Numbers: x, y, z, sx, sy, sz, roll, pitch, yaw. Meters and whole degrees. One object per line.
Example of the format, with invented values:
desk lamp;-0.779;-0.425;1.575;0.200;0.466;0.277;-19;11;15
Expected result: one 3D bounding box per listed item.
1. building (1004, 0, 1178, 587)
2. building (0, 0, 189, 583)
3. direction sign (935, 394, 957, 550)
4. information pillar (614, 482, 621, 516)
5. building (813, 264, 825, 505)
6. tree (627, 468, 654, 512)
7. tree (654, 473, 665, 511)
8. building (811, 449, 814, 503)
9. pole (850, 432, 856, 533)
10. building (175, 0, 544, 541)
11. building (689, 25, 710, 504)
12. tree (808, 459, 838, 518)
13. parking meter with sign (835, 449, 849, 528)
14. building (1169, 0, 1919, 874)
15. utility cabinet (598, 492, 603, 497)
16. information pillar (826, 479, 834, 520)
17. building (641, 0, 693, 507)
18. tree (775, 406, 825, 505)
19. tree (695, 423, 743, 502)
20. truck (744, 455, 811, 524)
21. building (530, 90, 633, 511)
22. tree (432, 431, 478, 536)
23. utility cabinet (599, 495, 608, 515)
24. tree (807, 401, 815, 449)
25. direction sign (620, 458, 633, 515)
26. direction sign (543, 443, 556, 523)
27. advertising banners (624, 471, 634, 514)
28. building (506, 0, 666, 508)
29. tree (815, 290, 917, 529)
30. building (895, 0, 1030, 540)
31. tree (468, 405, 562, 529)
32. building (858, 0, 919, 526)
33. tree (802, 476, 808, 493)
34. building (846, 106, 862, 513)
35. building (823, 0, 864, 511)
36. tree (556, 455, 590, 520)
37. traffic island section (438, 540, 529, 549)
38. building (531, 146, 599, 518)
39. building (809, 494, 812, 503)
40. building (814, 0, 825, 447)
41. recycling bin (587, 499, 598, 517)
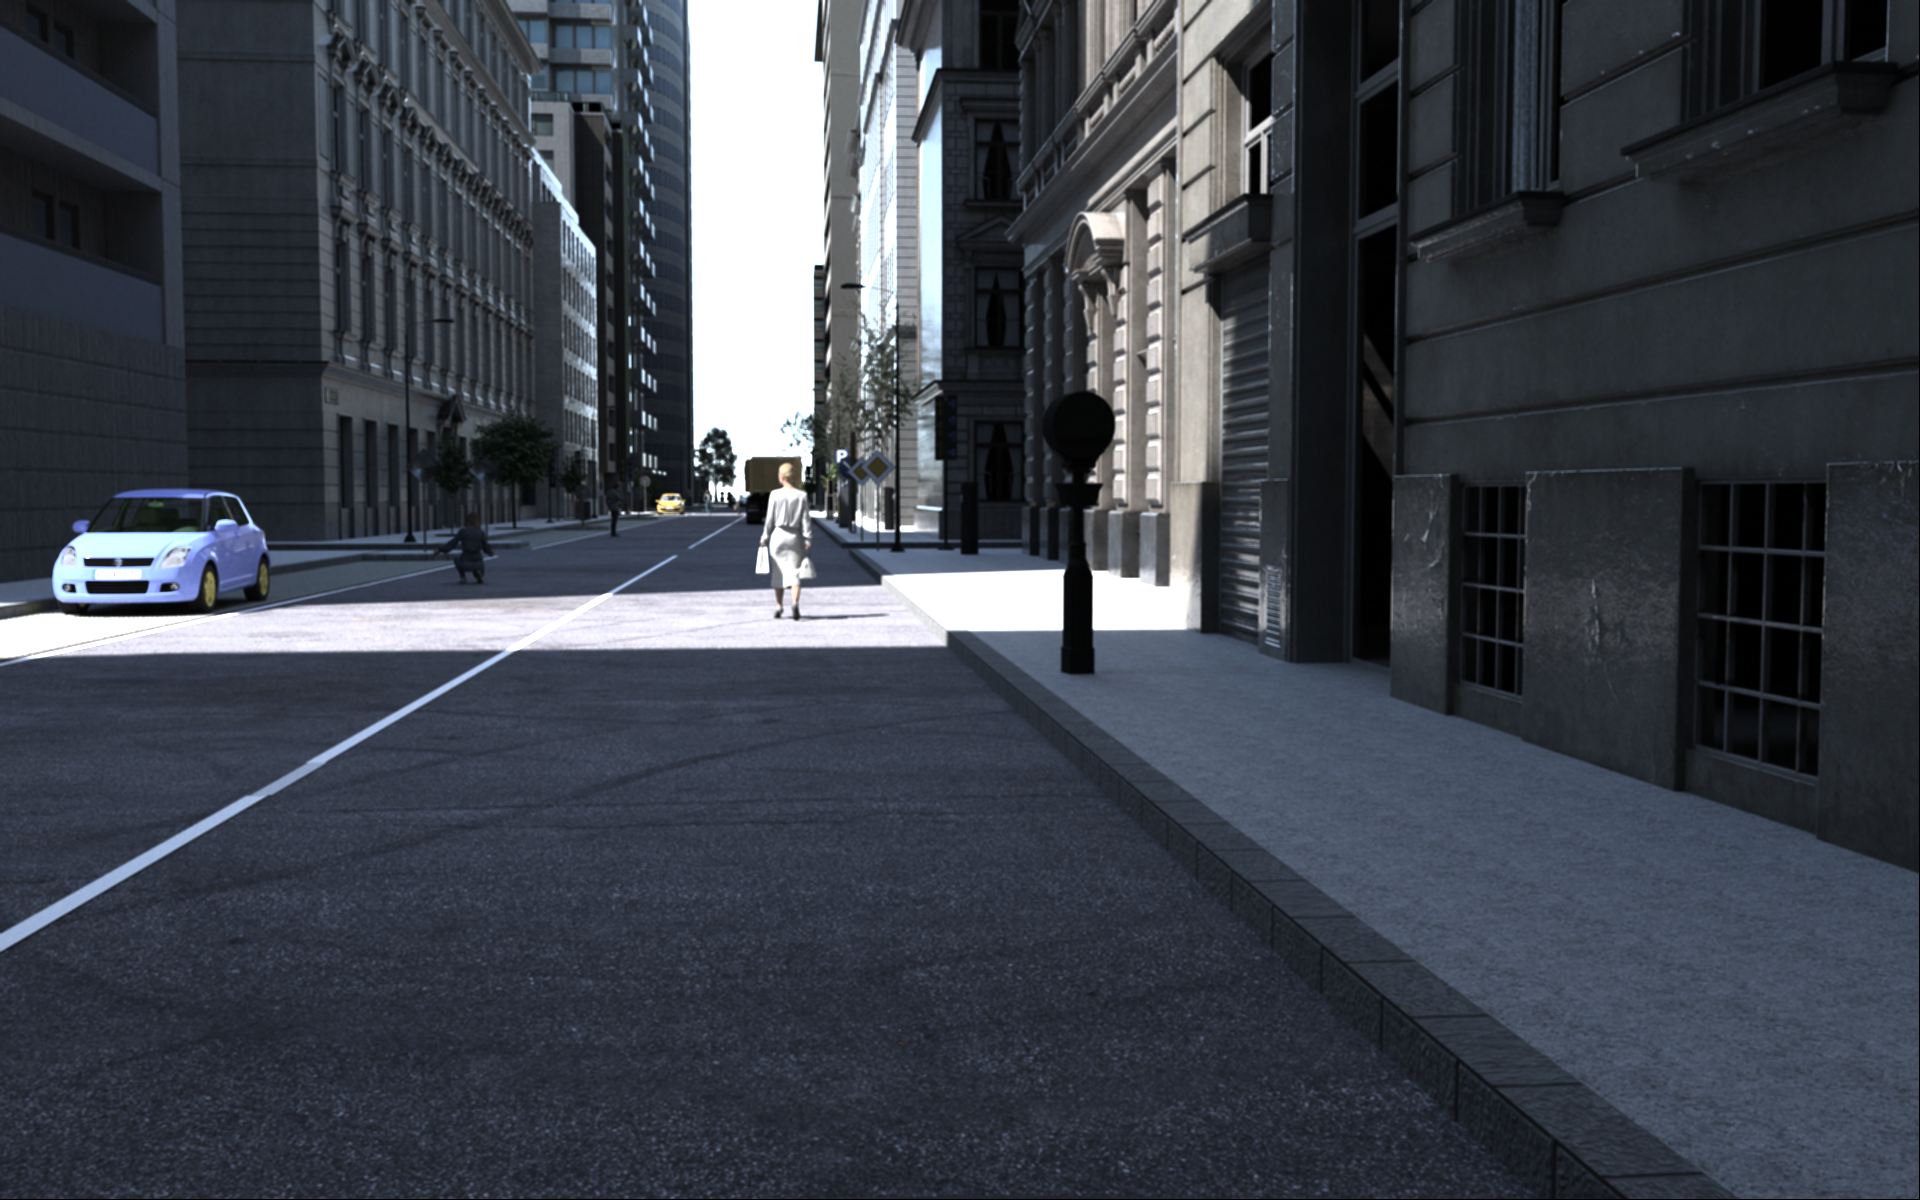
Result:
building;7.027;-12.167;27.816;11.050;23.489;19.941;0;4;-6
building;-28.052;-29.551;25.153;28.212;58.520;21.231;0;4;-6
direction sign;-0.323;-2.920;39.739;0.379;3.537;0.876;-2;4;-33
information pillar;-20.135;-5.955;101.857;0.304;2.012;0.304;2;4;27
building;-11.519;-27.347;218.825;14.160;30.474;14.107;0;4;-6
tree;-23.459;-8.059;126.358;1.663;3.219;1.824;0;3;0
tree;-23.471;-8.383;131.657;1.663;3.219;1.824;0;3;0
building;-9.367;-56.735;240.293;22.319;86.520;31.000;0;4;-6
pole;-3.507;-3.854;56.848;0.158;3.312;0.155;0;3;0
building;-27.240;-17.750;66.628;17.030;29.872;44.131;0;4;-6
building;-48.030;-50.109;257.531;20.563;71.187;20.611;0;4;-6
tree;-6.978;-6.138;94.964;1.663;3.219;1.824;0;3;0
parking meter with sign;-4.490;-4.301;66.580;0.543;3.016;1.738;0;4;-7
building;10.748;-10.388;3.128;16.112;22.955;30.059;0;4;-6
utility cabinet;-23.057;-6.133;108.951;1.173;1.500;0.318;-1;4;-20
information pillar;-6.506;-5.024;86.638;0.304;2.012;0.304;-1;4;-22
building;-39.033;-38.916;178.280;21.231;58.520;28.212;0;4;-6
tree;-18.212;-17.147;206.112;9.928;11.665;9.643;0;3;0
tree;-39.293;-22.126;278.767;9.611;12.733;9.660;0;3;0
truck;-9.150;-5.497;85.800;3.469;3.379;9.791;0;4;-4
building;-31.981;-21.756;127.419;14.160;30.474;14.107;0;4;-6
tree;-15.391;-3.564;52.875;1.663;3.219;1.824;0;3;0
utility cabinet;-21.645;-5.744;105.079;0.306;1.237;1.020;-2;4;-26
tree;-9.098;-10.759;126.274;4.360;8.622;3.978;0;3;0
direction sign;-20.717;-7.069;107.580;0.876;3.537;0.379;-3;4;-37
direction sign;-18.354;-5.226;77.442;0.379;3.537;0.876;1;4;23
advertising banners;-21.508;-7.121;112.617;0.090;3.025;2.074;-2;4;-26
building;-38.114;-32.378;148.983;23.786;49.044;30.456;0;4;-6
tree;-3.062;-6.888;62.986;4.360;8.622;3.978;0;3;0
building;7.954;-11.561;53.648;19.286;19.102;10.561;0;4;-6
tree;-16.413;-4.910;63.993;4.285;4.588;4.351;0;3;0
building;1.333;-18.690;83.082;11.434;29.767;29.804;0;4;-6
tree;-14.086;-10.389;164.461;1.663;3.219;1.824;0;3;0
building;0.077;-19.752;110.329;14.401;28.519;23.554;0;4;-6
building;-0.365;-31.794;143.531;21.300;48.544;21.600;0;4;-6
tree;-19.119;-5.586;85.937;1.663;3.219;1.824;0;3;0
traffic island section;-12.639;-1.462;46.189;2.009;0.180;2.903;0;4;-6
building;-26.818;-14.902;98.403;10.420;20.320;16.860;0;4;-6
building;-7.807;-35.325;269.451;32.217;40.220;23.993;0;4;-6
building;-0.746;-36.350;183.563;28.713;52.752;27.495;0;4;-6
recycling bin;-20.744;-5.170;97.081;0.722;1.027;0.722;-3;4;-38
